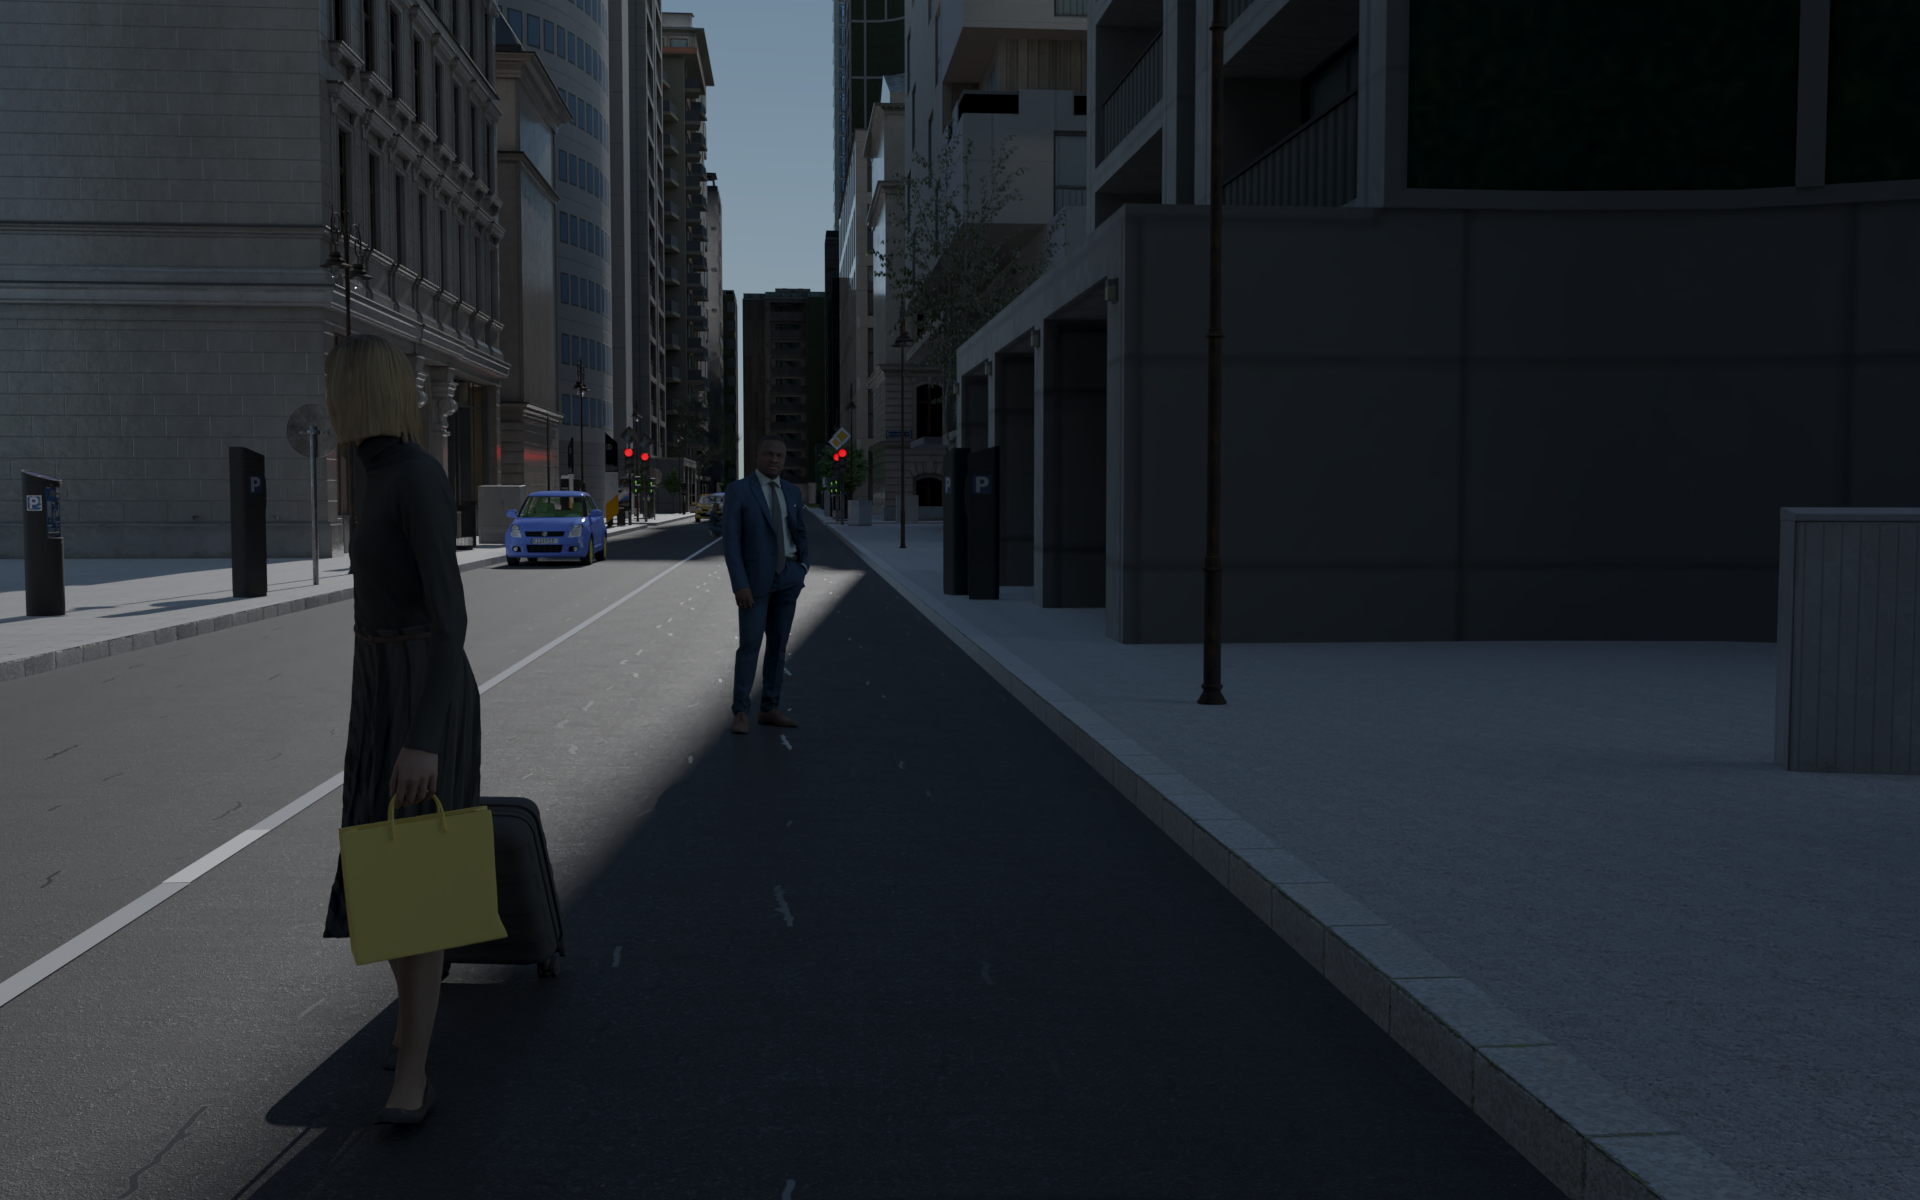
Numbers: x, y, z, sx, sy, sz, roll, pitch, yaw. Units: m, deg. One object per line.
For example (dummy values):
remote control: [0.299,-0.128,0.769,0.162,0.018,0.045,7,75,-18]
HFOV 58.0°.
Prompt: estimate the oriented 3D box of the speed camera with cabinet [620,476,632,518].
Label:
speed camera with cabinet: [-17.601,-5.900,90.798,0.660,3.252,2.038,-1,4,-18]

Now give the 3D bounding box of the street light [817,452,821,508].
street light: [-12.450,-11.093,154.152,0.468,5.910,1.993,0,4,-6]

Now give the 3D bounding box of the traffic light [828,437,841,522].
traffic light: [-5.705,-5.579,80.145,0.839,4.253,0.868,0,4,-6]

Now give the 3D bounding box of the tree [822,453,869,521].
tree: [-5.372,-5.363,82.279,1.663,3.219,1.824,0,3,0]

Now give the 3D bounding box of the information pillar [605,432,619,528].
information pillar: [-13.168,-4.530,65.414,0.504,3.616,0.183,-1,4,-14]

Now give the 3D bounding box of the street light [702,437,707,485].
street light: [-20.821,-10.282,140.900,0.468,5.910,1.993,0,4,-6]

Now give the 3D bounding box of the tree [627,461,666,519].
tree: [-16.225,-5.753,88.657,1.663,3.219,1.824,0,3,0]

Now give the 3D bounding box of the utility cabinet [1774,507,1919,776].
utility cabinet: [4.354,0.194,7.994,1.020,1.237,0.306,1,4,12]

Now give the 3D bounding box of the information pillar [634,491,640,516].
information pillar: [-18.555,-5.802,99.361,0.304,2.012,0.304,0,4,-4]

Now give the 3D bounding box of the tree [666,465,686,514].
tree: [-18.764,-7.289,113.773,1.663,3.219,1.824,0,3,0]

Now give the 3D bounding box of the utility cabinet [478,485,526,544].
utility cabinet: [-11.535,-2.136,43.608,1.173,1.500,0.318,1,4,15]

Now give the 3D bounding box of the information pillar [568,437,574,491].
information pillar: [-16.065,-4.905,71.549,0.183,3.616,0.504,-2,4,-32]

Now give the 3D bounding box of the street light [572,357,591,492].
street light: [-12.798,-5.249,58.613,0.468,5.910,1.993,0,4,-6]

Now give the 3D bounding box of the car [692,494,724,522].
car: [-12.820,-4.853,89.564,2.015,1.641,3.980,0,4,-7]

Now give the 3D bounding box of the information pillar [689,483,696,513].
information pillar: [-18.059,-6.879,116.958,0.304,2.012,0.304,-3,4,-37]

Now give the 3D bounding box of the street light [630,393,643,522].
street light: [-14.839,-6.531,79.577,0.468,5.910,1.993,0,4,-6]

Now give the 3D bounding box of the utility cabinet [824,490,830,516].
utility cabinet: [-7.346,-5.476,98.203,0.318,1.500,1.173,-2,4,-25]

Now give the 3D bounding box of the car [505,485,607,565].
car: [-8.351,-1.611,35.938,1.945,1.707,3.694,0,4,-5]

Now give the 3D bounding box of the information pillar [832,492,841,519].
information pillar: [-6.267,-5.101,87.888,0.304,2.012,0.304,2,4,30]

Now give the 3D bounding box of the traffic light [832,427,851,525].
traffic light: [-4.925,-5.093,72.198,0.839,4.253,0.868,0,4,-6]

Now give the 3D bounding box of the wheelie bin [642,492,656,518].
wheelie bin: [-16.988,-5.307,94.683,0.693,1.594,0.980,-2,4,-24]

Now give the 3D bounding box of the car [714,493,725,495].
car: [-14.457,-5.852,105.264,1.945,1.707,3.694,0,4,-6]

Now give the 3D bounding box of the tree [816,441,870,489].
tree: [-6.781,-7.182,101.140,4.285,4.588,4.351,0,3,0]

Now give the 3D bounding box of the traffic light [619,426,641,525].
traffic light: [-13.593,-5.041,71.335,0.839,4.253,0.868,0,4,-6]

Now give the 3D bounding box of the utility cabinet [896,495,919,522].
utility cabinet: [-2.440,-4.202,79.859,1.020,1.237,0.306,-1,4,-20]

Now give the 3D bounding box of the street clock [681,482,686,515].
street clock: [-17.160,-6.301,107.588,0.358,2.002,0.471,-1,4,-19]

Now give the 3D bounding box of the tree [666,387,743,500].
tree: [-22.273,-13.136,149.178,8.767,10.594,7.601,2,4,27]

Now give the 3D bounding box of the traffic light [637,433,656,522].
traffic light: [-14.373,-5.527,79.282,0.839,4.253,0.868,0,4,-6]

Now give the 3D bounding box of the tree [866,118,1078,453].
tree: [0.151,-5.179,35.047,4.360,8.622,3.978,0,3,0]

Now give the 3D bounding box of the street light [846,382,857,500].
street light: [-4.466,-6.024,71.276,0.468,5.910,1.993,0,4,-6]

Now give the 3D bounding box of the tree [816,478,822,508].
tree: [-8.491,-7.341,114.625,1.663,3.219,1.824,0,3,0]

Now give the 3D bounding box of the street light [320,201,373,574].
street light: [-9.762,-3.359,27.707,0.468,5.910,1.993,0,4,-6]

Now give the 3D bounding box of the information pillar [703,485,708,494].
information pillar: [-19.987,-8.038,135.907,0.304,2.012,0.304,1,4,21]

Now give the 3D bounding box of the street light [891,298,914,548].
street light: [-1.350,-4.159,40.790,0.468,5.910,1.993,0,4,-6]

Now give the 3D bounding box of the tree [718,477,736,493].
tree: [-26.419,-12.237,194.682,1.663,3.219,1.824,0,3,0]

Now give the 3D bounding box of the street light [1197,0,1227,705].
street light: [1.543,-2.302,10.432,0.468,5.910,1.993,0,4,-6]

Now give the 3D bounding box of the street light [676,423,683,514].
street light: [-17.897,-8.426,110.545,0.468,5.910,1.993,0,4,-6]
